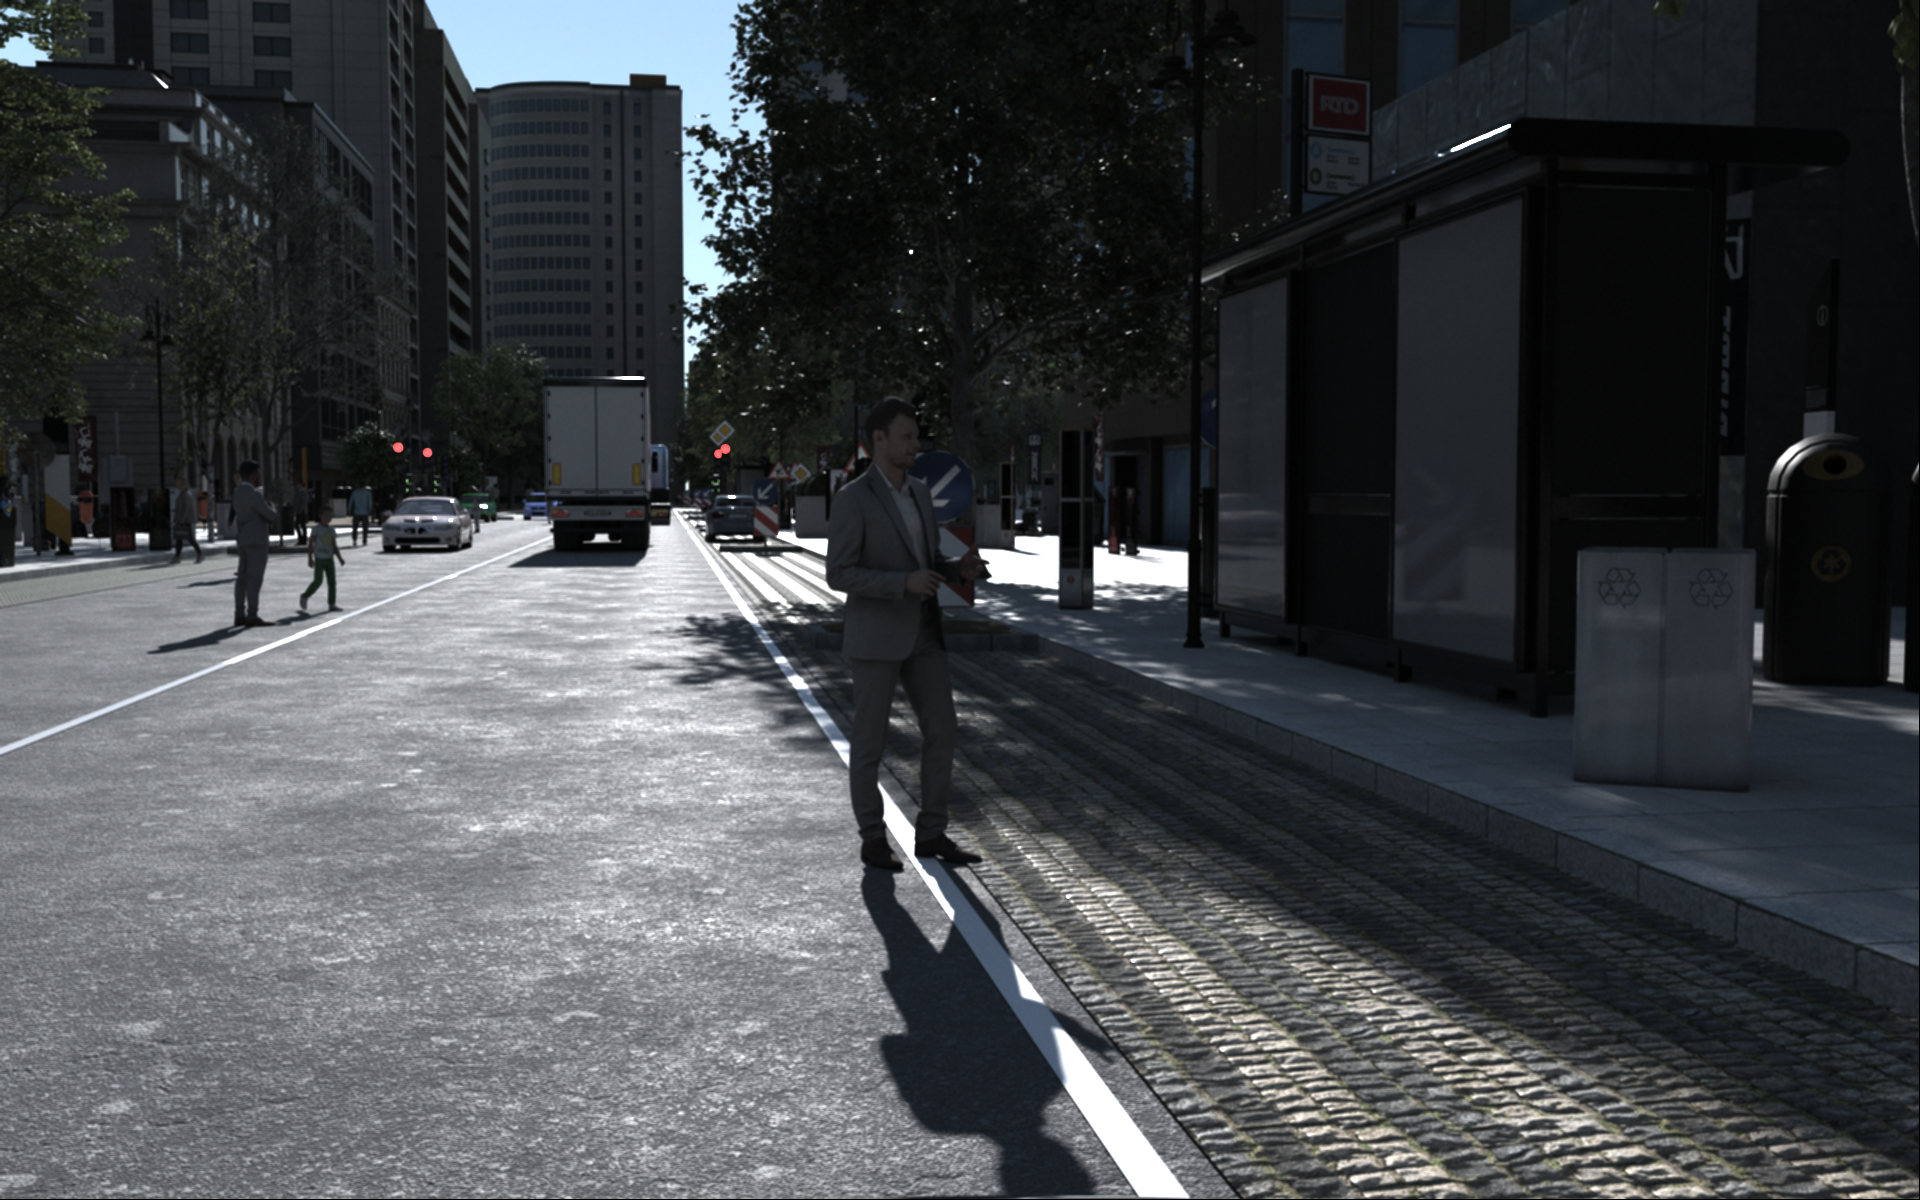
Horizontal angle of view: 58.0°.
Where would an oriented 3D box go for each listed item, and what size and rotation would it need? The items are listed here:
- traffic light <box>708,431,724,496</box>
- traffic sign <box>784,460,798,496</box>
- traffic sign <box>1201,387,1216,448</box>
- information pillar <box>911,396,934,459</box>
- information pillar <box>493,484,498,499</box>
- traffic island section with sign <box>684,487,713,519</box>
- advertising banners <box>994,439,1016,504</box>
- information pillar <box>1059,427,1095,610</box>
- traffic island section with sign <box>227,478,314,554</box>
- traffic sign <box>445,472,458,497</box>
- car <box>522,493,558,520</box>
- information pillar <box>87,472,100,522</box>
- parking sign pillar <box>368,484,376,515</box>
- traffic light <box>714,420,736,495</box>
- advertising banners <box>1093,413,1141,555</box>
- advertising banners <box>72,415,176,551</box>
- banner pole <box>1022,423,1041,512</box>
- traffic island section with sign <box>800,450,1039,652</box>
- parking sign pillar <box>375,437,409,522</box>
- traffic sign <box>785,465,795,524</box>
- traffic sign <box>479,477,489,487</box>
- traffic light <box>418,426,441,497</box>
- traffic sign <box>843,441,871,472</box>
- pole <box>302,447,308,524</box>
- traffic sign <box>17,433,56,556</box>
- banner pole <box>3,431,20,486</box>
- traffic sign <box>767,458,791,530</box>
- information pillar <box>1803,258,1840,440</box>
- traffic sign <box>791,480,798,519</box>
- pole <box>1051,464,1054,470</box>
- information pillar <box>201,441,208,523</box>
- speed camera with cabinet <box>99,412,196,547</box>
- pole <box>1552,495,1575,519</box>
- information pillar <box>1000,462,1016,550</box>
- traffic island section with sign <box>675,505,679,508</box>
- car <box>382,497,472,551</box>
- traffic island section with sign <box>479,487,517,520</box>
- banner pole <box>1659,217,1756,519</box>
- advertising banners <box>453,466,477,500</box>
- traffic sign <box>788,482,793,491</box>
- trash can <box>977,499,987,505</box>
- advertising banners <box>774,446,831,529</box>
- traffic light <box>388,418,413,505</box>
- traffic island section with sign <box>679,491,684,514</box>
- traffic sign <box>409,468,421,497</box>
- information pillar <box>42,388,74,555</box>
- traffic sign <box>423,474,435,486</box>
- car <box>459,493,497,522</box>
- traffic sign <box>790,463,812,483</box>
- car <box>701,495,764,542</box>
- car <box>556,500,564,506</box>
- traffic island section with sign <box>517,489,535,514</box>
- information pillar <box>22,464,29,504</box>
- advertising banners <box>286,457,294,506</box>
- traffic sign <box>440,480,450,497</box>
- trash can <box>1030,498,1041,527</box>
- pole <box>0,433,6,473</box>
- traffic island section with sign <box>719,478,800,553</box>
[{"bbox_3d":[-10.254,-5.170,73.458,0.839,4.253,0.868,-1,4,-10],"label":"traffic light"},{"bbox_3d":[-6.353,-4.092,66.909,0.884,2.594,0.081,0,4,-1],"label":"traffic sign"},{"bbox_3d":[3.111,-1.232,20.255,0.768,2.556,0.104,0,4,0],"label":"traffic sign"},{"bbox_3d":[-0.738,-2.655,34.756,0.504,3.616,0.183,-1,4,-21],"label":"information pillar"},{"bbox_3d":[-33.199,-7.311,124.020,0.304,2.012,0.304,0,4,3],"label":"information pillar"},{"bbox_3d":[-14.583,-5.529,99.019,1.989,1.847,2.006,-1,4,-10],"label":"traffic island section with sign"},{"bbox_3d":[1.470,-3.676,56.283,0.090,3.025,2.074,-1,4,-16],"label":"advertising banners"},{"bbox_3d":[1.295,-0.903,19.259,0.304,2.012,0.304,2,4,29],"label":"information pillar"},{"bbox_3d":[-16.551,-2.046,42.088,1.989,1.847,2.006,-1,4,-10],"label":"traffic island section with sign"},{"bbox_3d":[-29.948,-6.229,101.951,0.768,2.556,0.104,0,4,-4],"label":"traffic sign"},{"bbox_3d":[-23.551,-5.358,97.198,1.945,1.707,3.694,-1,4,-10],"label":"car"},{"bbox_3d":[-29.262,-3.303,58.498,0.304,2.012,0.304,3,5,45],"label":"information pillar"},{"bbox_3d":[-35.705,-7.129,105.035,1.447,3.967,1.447,-1,4,-12],"label":"parking sign pillar"},{"bbox_3d":[-8.904,-4.689,65.587,0.839,4.253,0.868,-1,4,-10],"label":"traffic light"},{"bbox_3d":[3.312,-2.495,36.981,0.090,3.025,2.074,-1,4,-23],"label":"advertising banners"},{"bbox_3d":[-18.782,-2.611,38.884,2.074,3.025,0.090,-2,4,-33],"label":"advertising banners"},{"bbox_3d":[2.474,-4.342,61.003,0.863,3.779,0.401,-1,4,-12],"label":"banner pole"},{"bbox_3d":[-0.420,-0.479,16.463,1.989,1.847,2.006,-1,4,-10],"label":"traffic island section with sign"},{"bbox_3d":[-26.611,-5.689,81.485,1.447,3.967,1.447,-1,4,-20],"label":"parking sign pillar"},{"bbox_3d":[-7.332,-4.574,74.892,0.768,2.556,0.104,0,4,-3],"label":"traffic sign"},{"bbox_3d":[-34.729,-7.721,126.338,0.768,2.556,0.104,-1,4,-9],"label":"traffic sign"},{"bbox_3d":[-21.893,-5.048,71.452,0.839,4.253,0.868,-1,4,-10],"label":"traffic light"},{"bbox_3d":[-2.419,-2.585,42.270,0.884,2.594,0.081,0,4,-4],"label":"traffic sign"},{"bbox_3d":[-28.425,-4.973,75.160,0.158,3.312,0.155,0,3,0],"label":"pole"},{"bbox_3d":[-19.139,-2.189,35.901,0.768,2.556,0.104,0,4,-5],"label":"traffic sign"},{"bbox_3d":[-37.941,-4.843,69.203,0.401,3.779,0.863,2,4,29],"label":"banner pole"},{"bbox_3d":[-6.498,-3.801,62.147,0.884,2.594,0.081,-1,4,-8],"label":"traffic sign"},{"bbox_3d":[8.669,-1.597,17.474,0.183,3.616,0.504,0,4,0],"label":"information pillar"},{"bbox_3d":[-8.684,-5.354,89.661,0.606,2.300,0.079,0,3,0],"label":"traffic sign"},{"bbox_3d":[6.313,-7.581,117.784,0.158,3.312,0.155,0,3,0],"label":"pole"},{"bbox_3d":[-33.223,-5.188,76.182,0.183,3.616,0.504,0,4,-8],"label":"information pillar"},{"bbox_3d":[-19.845,-2.933,42.298,2.038,3.252,0.660,-2,4,-34],"label":"speed camera with cabinet"},{"bbox_3d":[5.451,-1.333,15.644,0.158,3.312,0.155,0,3,0],"label":"pole"},{"bbox_3d":[1.100,-2.170,39.976,0.304,2.012,0.304,1,4,15],"label":"information pillar"},{"bbox_3d":[-27.433,-10.115,174.004,1.989,1.847,2.006,-1,4,-10],"label":"traffic island section with sign"},{"bbox_3d":[-13.748,-1.987,44.857,2.083,1.381,4.827,-1,4,-10],"label":"car"},{"bbox_3d":[-25.782,-5.337,95.885,1.989,1.847,2.006,-1,4,-10],"label":"traffic island section with sign"},{"bbox_3d":[5.988,-1.474,14.113,0.863,3.779,0.401,3,5,40],"label":"banner pole"},{"bbox_3d":[-30.218,-6.706,105.828,2.074,3.025,0.090,2,4,30],"label":"advertising banners"},{"bbox_3d":[-8.670,-5.336,87.345,0.768,2.556,0.104,0,4,-7],"label":"traffic sign"},{"bbox_3d":[0.373,-2.173,47.179,0.748,1.137,0.748,0,3,0],"label":"trash can"},{"bbox_3d":[-5.696,-4.096,63.163,2.074,3.025,0.090,1,4,11],"label":"advertising banners"},{"bbox_3d":[-20.543,-4.566,63.582,0.839,4.253,0.868,-1,4,-10],"label":"traffic light"},{"bbox_3d":[-19.150,-7.157,125.643,1.989,1.847,2.006,-1,4,-10],"label":"traffic island section with sign"},{"bbox_3d":[-27.005,-5.230,85.615,0.768,2.556,0.104,0,4,-4],"label":"traffic sign"},{"bbox_3d":[-18.871,-2.744,36.214,0.504,3.616,0.183,-3,4,-36],"label":"information pillar"},{"bbox_3d":[-26.943,-5.246,87.897,0.606,2.300,0.079,0,4,0],"label":"traffic sign"},{"bbox_3d":[-24.683,-4.858,88.217,1.959,1.807,4.718,-1,4,-8],"label":"car"},{"bbox_3d":[-5.866,-3.832,63.842,0.795,2.450,0.064,0,4,-6],"label":"traffic sign"},{"bbox_3d":[-6.924,-2.521,53.226,2.014,1.417,4.499,-1,4,-10],"label":"car"},{"bbox_3d":[-24.406,-5.942,106.743,1.945,1.707,3.694,-1,4,-11],"label":"car"},{"bbox_3d":[-30.342,-6.962,122.453,1.989,1.847,2.006,-1,4,-10],"label":"traffic island section with sign"},{"bbox_3d":[-39.256,-4.977,72.723,0.183,3.616,0.504,-3,5,-44],"label":"information pillar"},{"bbox_3d":[-32.413,-5.318,83.139,2.074,3.025,0.090,3,5,43],"label":"advertising banners"},{"bbox_3d":[-30.484,-6.149,102.671,0.606,2.300,0.079,-1,4,-8],"label":"traffic sign"},{"bbox_3d":[3.093,-3.469,68.369,0.748,1.137,0.748,0,3,0],"label":"trash can"},{"bbox_3d":[-31.743,-3.890,57.452,0.158,3.312,0.155,0,3,0],"label":"pole"},{"bbox_3d":[-4.986,-2.106,43.067,1.989,1.847,2.006,-1,4,-10],"label":"traffic island section with sign"}]
